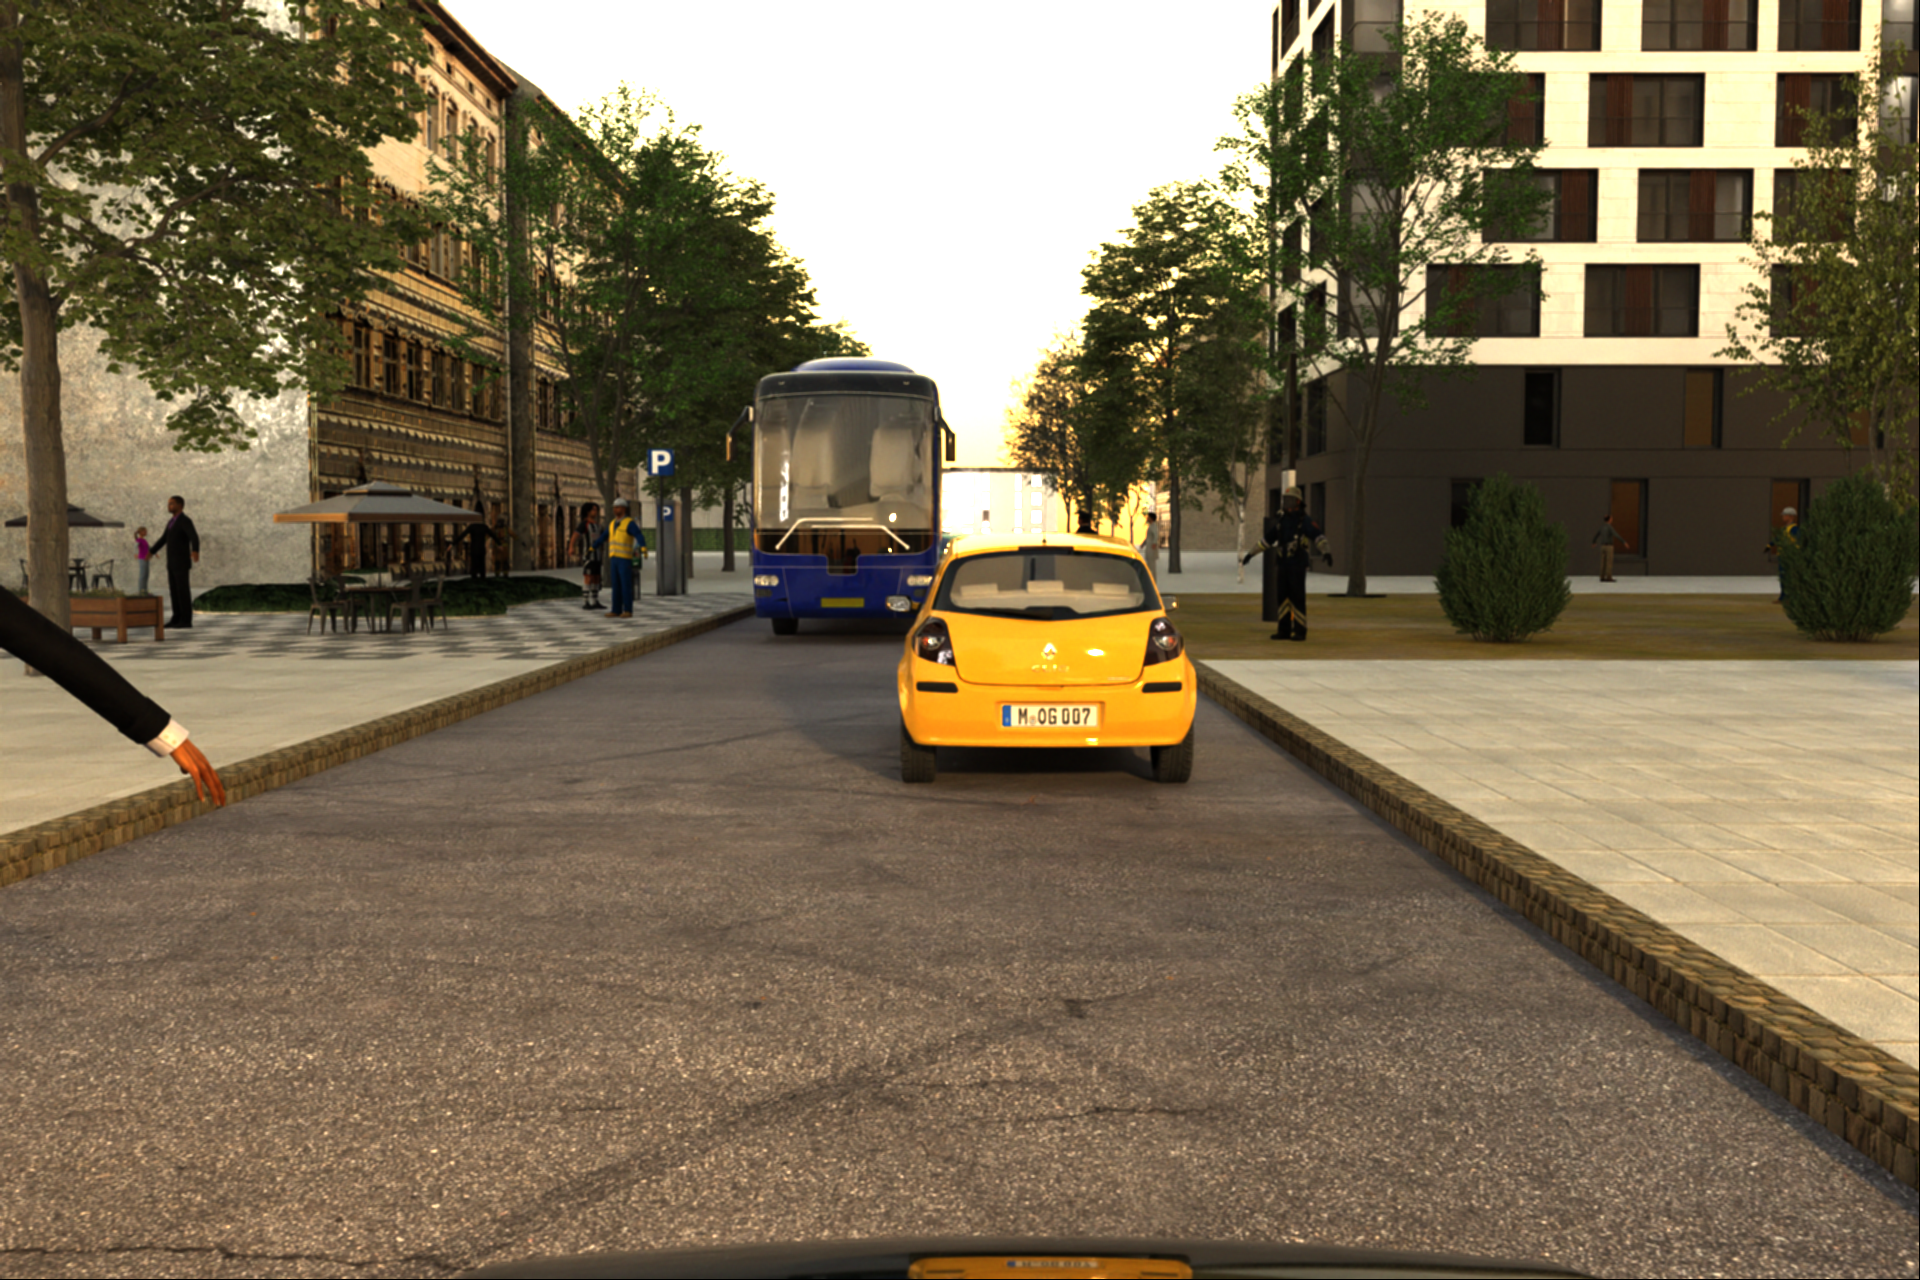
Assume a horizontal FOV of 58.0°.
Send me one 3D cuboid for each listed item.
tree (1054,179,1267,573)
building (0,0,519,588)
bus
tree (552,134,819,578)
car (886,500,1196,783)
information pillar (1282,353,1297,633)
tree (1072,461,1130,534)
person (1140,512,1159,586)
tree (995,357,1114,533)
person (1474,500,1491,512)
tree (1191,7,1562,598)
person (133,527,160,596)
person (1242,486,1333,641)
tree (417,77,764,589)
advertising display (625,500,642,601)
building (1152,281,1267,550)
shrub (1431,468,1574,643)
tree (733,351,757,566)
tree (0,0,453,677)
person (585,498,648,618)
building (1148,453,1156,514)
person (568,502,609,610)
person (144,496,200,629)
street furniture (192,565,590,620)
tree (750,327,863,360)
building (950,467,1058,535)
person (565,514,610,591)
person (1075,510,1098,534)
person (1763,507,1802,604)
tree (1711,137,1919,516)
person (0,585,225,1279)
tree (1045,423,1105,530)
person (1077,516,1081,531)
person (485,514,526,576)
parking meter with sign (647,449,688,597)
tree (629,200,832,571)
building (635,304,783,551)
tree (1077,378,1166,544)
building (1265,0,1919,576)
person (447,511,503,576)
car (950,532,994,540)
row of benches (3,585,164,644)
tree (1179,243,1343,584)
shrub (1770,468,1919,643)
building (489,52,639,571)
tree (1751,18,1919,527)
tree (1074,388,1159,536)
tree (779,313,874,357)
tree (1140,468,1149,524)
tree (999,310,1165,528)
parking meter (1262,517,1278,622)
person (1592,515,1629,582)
[{"bbox_3d":[6.679,-8.445,56.205,7.486,12.596,7.792,0,3,0],"label":"tree"},{"bbox_3d":[-24.505,-13.355,49.275,19.493,23.208,18.063,0,3,0],"label":"building"},{"bbox_3d":[-1.475,-2.223,27.885,2.896,3.916,12.251,0,4,0],"label":"bus"},{"bbox_3d":[-8.027,-8.083,50.287,7.486,12.596,7.792,0,3,0],"label":"tree"},{"bbox_3d":[0.495,-0.072,11.400,2.015,1.641,3.980,0,3,0],"label":"car"},{"bbox_3d":[4.301,-1.915,22.662,0.183,3.616,0.504,0,4,0],"label":"information pillar"},{"bbox_3d":[17.297,-18.005,212.510,7.486,12.596,7.792,0,3,0],"label":"tree"},{"bbox_3d":[4.615,-2.189,41.978,0.705,1.806,1.347,0,4,-7],"label":"person"},{"bbox_3d":[7.273,-12.622,116.745,12.009,13.543,11.850,0,3,0],"label":"tree"},{"bbox_3d":[7.685,-1.206,25.569,0.705,1.847,1.347,2,4,33],"label":"person"},{"bbox_3d":[8.245,-6.678,34.936,9.928,11.665,9.643,0,3,0],"label":"tree"},{"bbox_3d":[-16.784,-1.619,35.733,0.599,1.433,0.991,0,4,0],"label":"person"},{"bbox_3d":[3.991,-0.926,20.912,0.705,1.856,1.354,-3,5,-39],"label":"person"},{"bbox_3d":[-8.444,-7.041,40.869,9.928,11.665,9.643,0,3,0],"label":"tree"},{"bbox_3d":[-6.290,-1.721,33.345,0.123,1.923,0.974,0,4,2],"label":"advertising display"},{"bbox_3d":[26.563,-19.204,144.906,19.493,23.208,18.063,0,4,0],"label":"building"},{"bbox_3d":[6.440,-1.010,20.560,1.661,2.075,1.752,0,3,0],"label":"shrub"},{"bbox_3d":[-8.175,-7.251,68.924,4.737,8.622,4.395,0,3,0],"label":"tree"},{"bbox_3d":[-8.765,-5.957,15.520,7.486,12.596,7.792,0,3,0],"label":"tree"},{"bbox_3d":[-5.234,-1.264,26.629,1.349,1.833,0.705,3,4,36],"label":"person"},{"bbox_3d":[24.041,-13.849,168.574,9.099,9.664,28.070,0,4,1],"label":"building"},{"bbox_3d":[-6.248,-1.427,29.479,0.704,1.843,1.345,2,4,28],"label":"person"},{"bbox_3d":[-10.689,-1.064,23.629,1.346,1.802,0.704,3,4,38],"label":"person"},{"bbox_3d":[-9.807,-0.934,30.899,5.734,0.657,10.072,0,4,1],"label":"street furniture"},{"bbox_3d":[-7.789,-9.809,86.137,9.928,11.665,9.643,0,3,0],"label":"tree"},{"bbox_3d":[-1.825,-16.400,212.741,28.070,9.664,9.099,0,4,-6],"label":"building"},{"bbox_3d":[-8.275,-2.011,39.009,0.705,1.813,1.348,3,5,40],"label":"person"},{"bbox_3d":[2.113,-1.307,29.755,1.347,1.837,0.705,-3,4,-37],"label":"person"},{"bbox_3d":[15.138,-1.553,31.857,0.721,1.772,1.216,0,4,-2],"label":"person"},{"bbox_3d":[16.217,-4.962,31.492,4.737,8.622,4.395,0,3,0],"label":"tree"},{"bbox_3d":[-2.002,0.366,3.200,1.216,1.740,0.721,0,4,-7],"label":"person"},{"bbox_3d":[7.309,-9.422,104.407,4.737,8.622,4.395,0,3,0],"label":"tree"},{"bbox_3d":[3.712,-2.901,53.364,0.705,1.837,1.347,2,4,32],"label":"person"},{"bbox_3d":[-13.072,-2.667,49.374,1.354,1.858,0.705,-2,4,-27],"label":"person"},{"bbox_3d":[-6.075,-2.447,36.276,0.543,3.016,1.738,0,4,2],"label":"parking meter with sign"},{"bbox_3d":[-7.584,-8.648,59.520,7.486,12.596,7.792,0,3,0],"label":"tree"},{"bbox_3d":[-24.153,-17.276,148.919,16.747,18.905,31.486,0,4,1],"label":"building"},{"bbox_3d":[7.863,-7.781,77.581,4.360,8.622,3.978,0,3,0],"label":"tree"},{"bbox_3d":[25.663,-13.726,68.398,27.936,21.610,32.646,0,3,0],"label":"building"},{"bbox_3d":[-10.879,-2.008,39.010,1.347,1.806,0.705,-3,5,-43],"label":"person"},{"bbox_3d":[0.448,-1.694,36.485,1.959,1.807,4.718,0,4,1],"label":"car"},{"bbox_3d":[-11.554,-0.347,21.130,4.104,0.672,1.422,1,4,21],"label":"row of benches"},{"bbox_3d":[7.065,-5.757,44.492,4.360,8.622,3.978,0,3,0],"label":"tree"},{"bbox_3d":[10.615,-1.017,20.667,1.661,2.075,1.752,0,3,0],"label":"shrub"},{"bbox_3d":[-23.836,-14.519,68.313,19.493,23.208,18.063,0,4,1],"label":"building"},{"bbox_3d":[13.973,-4.597,25.516,4.737,8.622,4.395,0,3,0],"label":"tree"},{"bbox_3d":[7.528,-8.090,82.631,4.737,8.622,4.395,0,3,0],"label":"tree"},{"bbox_3d":[-7.836,-11.753,98.821,9.857,13.997,8.962,0,3,0],"label":"tree"},{"bbox_3d":[25.999,-18.200,215.689,7.486,12.596,7.792,0,3,0],"label":"tree"},{"bbox_3d":[7.063,-11.283,94.854,12.009,13.543,11.850,0,3,0],"label":"tree"},{"bbox_3d":[4.643,-1.043,25.468,0.372,1.533,0.369,0,3,0],"label":"parking meter"},{"bbox_3d":[17.387,-2.459,46.470,0.705,1.796,1.348,-1,4,-21],"label":"person"}]
